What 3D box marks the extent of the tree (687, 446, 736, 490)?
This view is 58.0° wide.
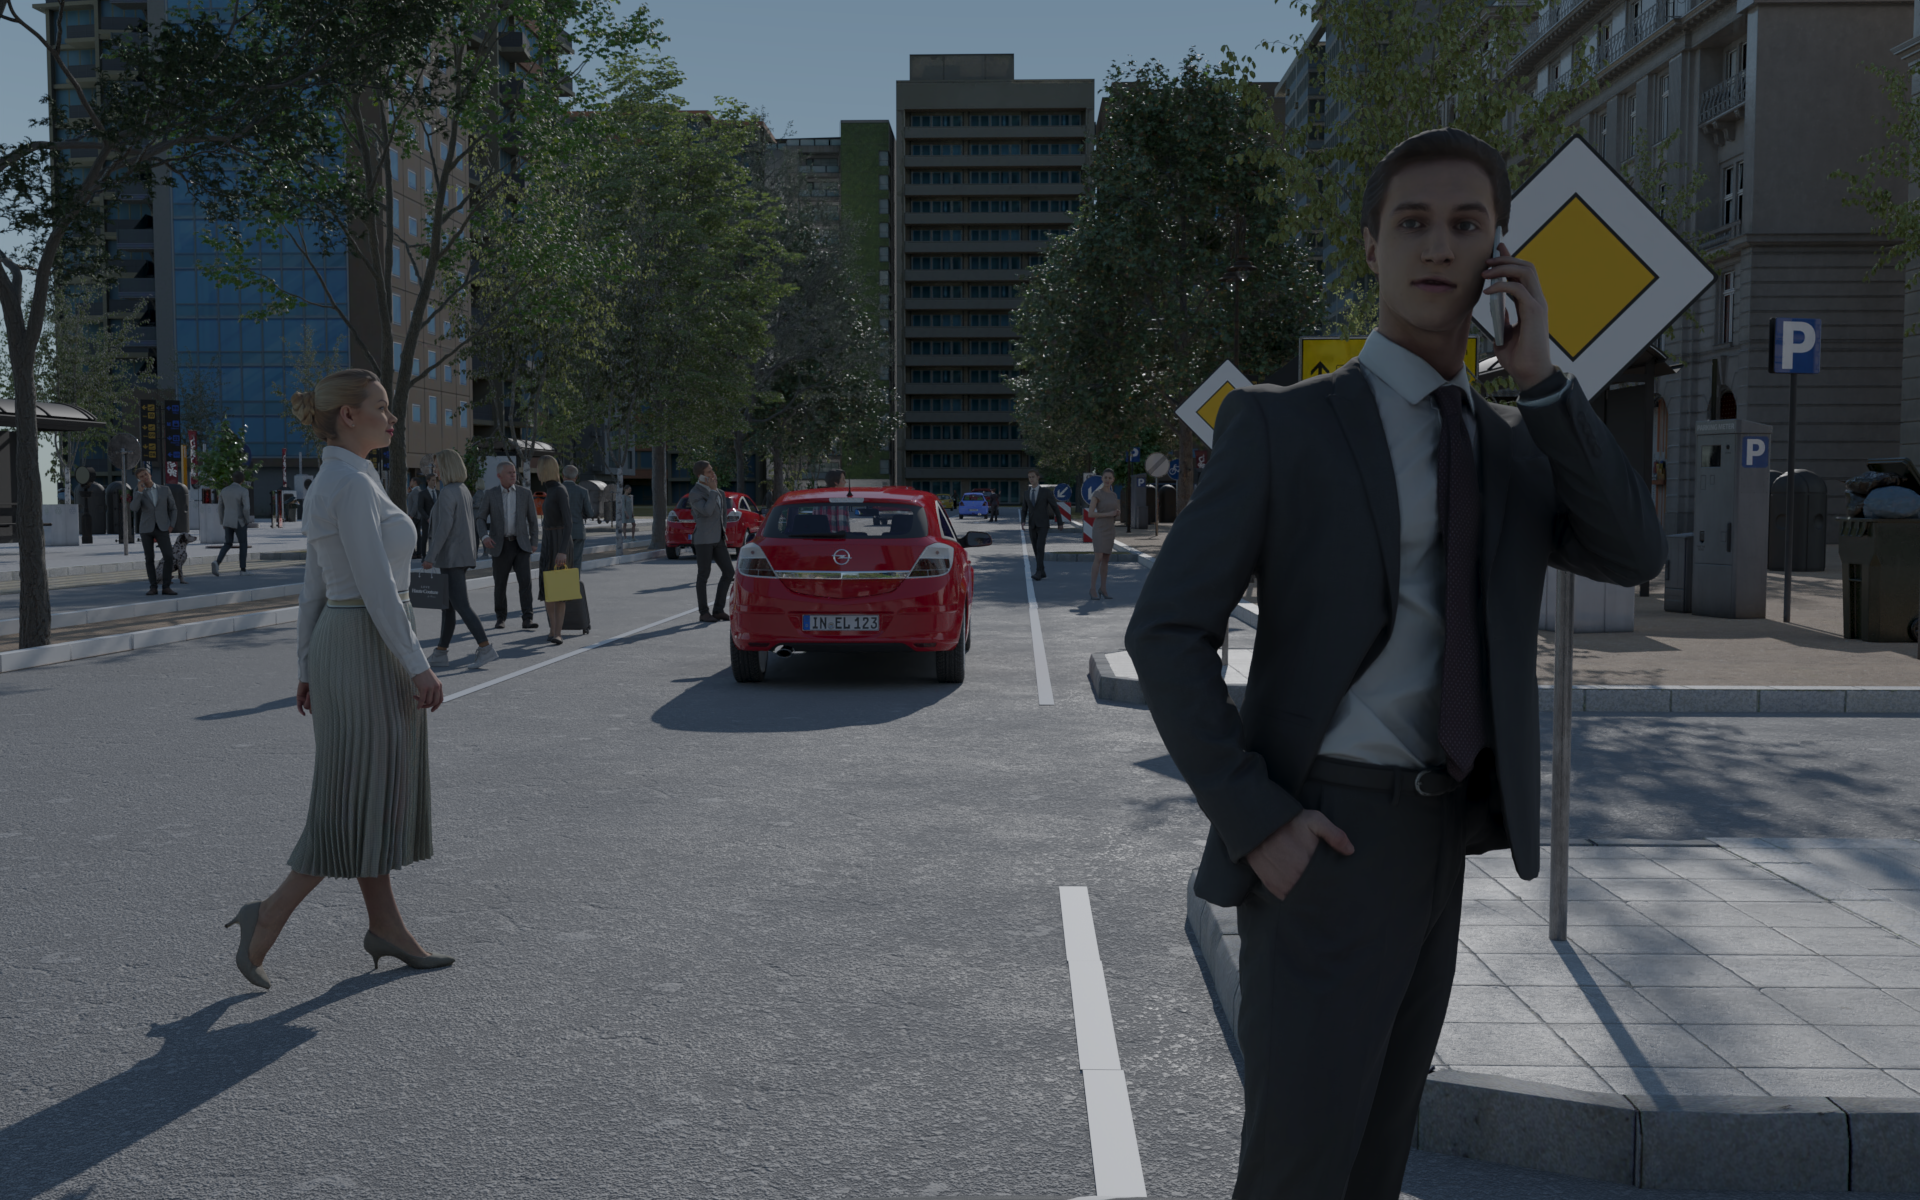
[{"bbox_3d":[-14.929,-7.368,104.173,4.285,4.588,4.351,0,3,0],"label":"tree"}]

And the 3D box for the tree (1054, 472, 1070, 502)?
[{"bbox_3d":[7.746,-10.831,127.453,4.737,8.622,4.395,0,3,0],"label":"tree"}]

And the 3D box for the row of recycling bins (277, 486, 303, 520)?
[{"bbox_3d":[-32.422,-4.880,86.901,3.534,1.692,1.069,-1,4,-16],"label":"row of recycling bins"}]

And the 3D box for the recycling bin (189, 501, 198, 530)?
[{"bbox_3d":[-27.485,-3.034,62.156,0.722,1.027,0.722,0,4,-7],"label":"recycling bin"}]

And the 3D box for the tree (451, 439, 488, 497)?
[{"bbox_3d":[-16.853,-3.973,59.554,1.663,3.219,1.824,0,3,0],"label":"tree"}]

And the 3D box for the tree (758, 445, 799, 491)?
[{"bbox_3d":[-13.758,-11.195,133.403,4.737,8.622,4.395,0,3,0],"label":"tree"}]

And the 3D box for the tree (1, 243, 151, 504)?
[{"bbox_3d":[-25.176,-6.038,49.081,4.360,8.622,3.978,0,3,0],"label":"tree"}]

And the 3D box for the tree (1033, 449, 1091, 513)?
[{"bbox_3d":[8.266,-12.293,119.120,7.486,12.596,7.792,0,3,0],"label":"tree"}]

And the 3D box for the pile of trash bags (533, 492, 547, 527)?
[{"bbox_3d":[-17.818,-3.543,67.684,3.447,1.369,1.912,0,4,-3],"label":"pile of trash bags"}]

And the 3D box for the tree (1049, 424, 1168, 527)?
[{"bbox_3d":[6.675,-5.182,68.447,4.285,4.588,4.351,0,3,0],"label":"tree"}]

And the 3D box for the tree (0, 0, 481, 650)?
[{"bbox_3d":[-8.224,-4.809,15.501,8.767,10.594,7.601,0,4,2],"label":"tree"}]

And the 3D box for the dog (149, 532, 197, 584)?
[{"bbox_3d":[-12.692,-0.664,27.687,0.800,0.831,0.513,1,4,14],"label":"dog"}]

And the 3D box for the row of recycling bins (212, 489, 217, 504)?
[{"bbox_3d":[-33.805,-4.484,80.428,1.069,1.692,3.534,-3,5,-42],"label":"row of recycling bins"}]

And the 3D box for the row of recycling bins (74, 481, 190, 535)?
[{"bbox_3d":[-26.707,-2.990,55.999,1.069,1.692,3.534,3,5,40],"label":"row of recycling bins"}]

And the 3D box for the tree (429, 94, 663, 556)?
[{"bbox_3d":[-7.966,-4.828,31.765,4.360,8.622,3.978,0,3,0],"label":"tree"}]

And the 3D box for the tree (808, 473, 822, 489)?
[{"bbox_3d":[-13.543,-10.190,161.200,1.663,3.219,1.824,0,3,0],"label":"tree"}]

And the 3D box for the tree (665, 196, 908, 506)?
[{"bbox_3d":[-6.910,-8.942,65.671,9.611,12.733,9.660,0,3,0],"label":"tree"}]

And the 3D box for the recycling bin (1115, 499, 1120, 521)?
[{"bbox_3d":[7.375,-4.341,83.532,0.722,1.027,0.722,-2,4,-27],"label":"recycling bin"}]

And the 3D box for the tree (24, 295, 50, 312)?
[{"bbox_3d":[-34.792,-6.988,64.614,4.737,8.622,4.395,0,3,0],"label":"tree"}]

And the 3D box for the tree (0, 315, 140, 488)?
[{"bbox_3d":[-37.524,-7.564,74.033,4.737,8.622,4.395,0,3,0],"label":"tree"}]

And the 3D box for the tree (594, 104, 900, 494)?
[{"bbox_3d":[-6.957,-8.667,54.527,12.009,13.543,11.850,0,3,0],"label":"tree"}]

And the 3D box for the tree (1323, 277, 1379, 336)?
[{"bbox_3d":[13.119,-6.580,57.952,4.360,8.622,3.978,0,3,0],"label":"tree"}]

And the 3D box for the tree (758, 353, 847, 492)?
[{"bbox_3d":[-6.974,-7.370,73.311,4.360,8.622,3.978,0,3,0],"label":"tree"}]

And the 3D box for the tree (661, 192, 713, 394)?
[{"bbox_3d":[-7.650,-5.262,38.849,4.360,8.622,3.978,0,3,0],"label":"tree"}]

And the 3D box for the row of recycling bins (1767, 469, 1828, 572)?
[{"bbox_3d":[13.997,-1.414,30.235,1.069,1.692,3.534,0,4,2],"label":"row of recycling bins"}]

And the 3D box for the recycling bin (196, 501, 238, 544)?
[{"bbox_3d":[-19.276,-1.989,45.070,0.722,1.027,0.722,3,4,38],"label":"recycling bin"}]

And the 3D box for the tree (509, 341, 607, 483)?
[{"bbox_3d":[-17.830,-7.800,77.892,4.737,8.622,4.395,0,3,0],"label":"tree"}]

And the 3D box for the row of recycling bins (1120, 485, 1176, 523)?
[{"bbox_3d":[8.965,-4.352,78.262,3.534,1.692,1.069,-1,4,-17],"label":"row of recycling bins"}]

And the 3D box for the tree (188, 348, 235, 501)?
[{"bbox_3d":[-37.843,-8.272,85.607,4.360,8.622,3.978,0,3,0],"label":"tree"}]

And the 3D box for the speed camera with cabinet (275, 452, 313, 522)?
[{"bbox_3d":[-31.211,-5.303,81.047,0.660,3.252,2.038,2,4,24],"label":"speed camera with cabinet"}]

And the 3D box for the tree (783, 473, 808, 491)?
[{"bbox_3d":[-13.550,-8.912,140.316,1.663,3.219,1.824,0,3,0],"label":"tree"}]

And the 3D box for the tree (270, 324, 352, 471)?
[{"bbox_3d":[-27.479,-7.604,74.685,4.360,8.622,3.978,0,3,0],"label":"tree"}]

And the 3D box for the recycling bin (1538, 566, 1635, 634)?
[{"bbox_3d":[5.838,-0.229,16.303,0.722,1.027,0.722,-1,4,-17],"label":"recycling bin"}]

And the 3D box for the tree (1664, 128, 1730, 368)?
[{"bbox_3d":[12.964,-5.128,34.200,4.737,8.622,4.395,0,3,0],"label":"tree"}]

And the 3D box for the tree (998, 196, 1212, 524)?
[{"bbox_3d":[6.577,-10.312,75.250,9.857,13.997,8.962,0,3,0],"label":"tree"}]

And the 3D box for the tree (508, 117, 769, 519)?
[{"bbox_3d":[-16.364,-14.183,87.773,12.611,20.169,13.585,0,3,0],"label":"tree"}]

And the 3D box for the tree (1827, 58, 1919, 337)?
[{"bbox_3d":[15.002,-4.577,25.190,4.737,8.622,4.395,0,3,0],"label":"tree"}]

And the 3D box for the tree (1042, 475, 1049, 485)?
[{"bbox_3d":[9.389,-10.948,162.718,4.285,4.588,4.351,0,3,0],"label":"tree"}]

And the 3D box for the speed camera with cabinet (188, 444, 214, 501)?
[{"bbox_3d":[-30.420,-4.526,68.333,2.038,3.252,0.660,2,4,25],"label":"speed camera with cabinet"}]

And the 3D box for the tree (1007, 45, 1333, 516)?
[{"bbox_3d":[5.772,-7.812,44.732,9.611,12.733,9.660,0,3,0],"label":"tree"}]

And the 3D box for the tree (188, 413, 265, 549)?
[{"bbox_3d":[-17.309,-2.849,41.188,1.663,3.219,1.824,0,3,0],"label":"tree"}]

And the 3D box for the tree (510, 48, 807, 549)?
[{"bbox_3d":[-7.868,-7.594,44.751,7.486,12.596,7.792,0,3,0],"label":"tree"}]

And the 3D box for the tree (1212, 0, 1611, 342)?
[{"bbox_3d":[4.791,-4.156,18.319,4.737,8.622,4.395,0,3,0],"label":"tree"}]

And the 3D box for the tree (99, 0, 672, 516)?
[{"bbox_3d":[-7.974,-5.880,24.356,9.928,11.665,9.643,0,3,0],"label":"tree"}]

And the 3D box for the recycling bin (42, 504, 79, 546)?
[{"bbox_3d":[-22.321,-1.851,42.816,0.722,1.027,0.722,2,4,30],"label":"recycling bin"}]
